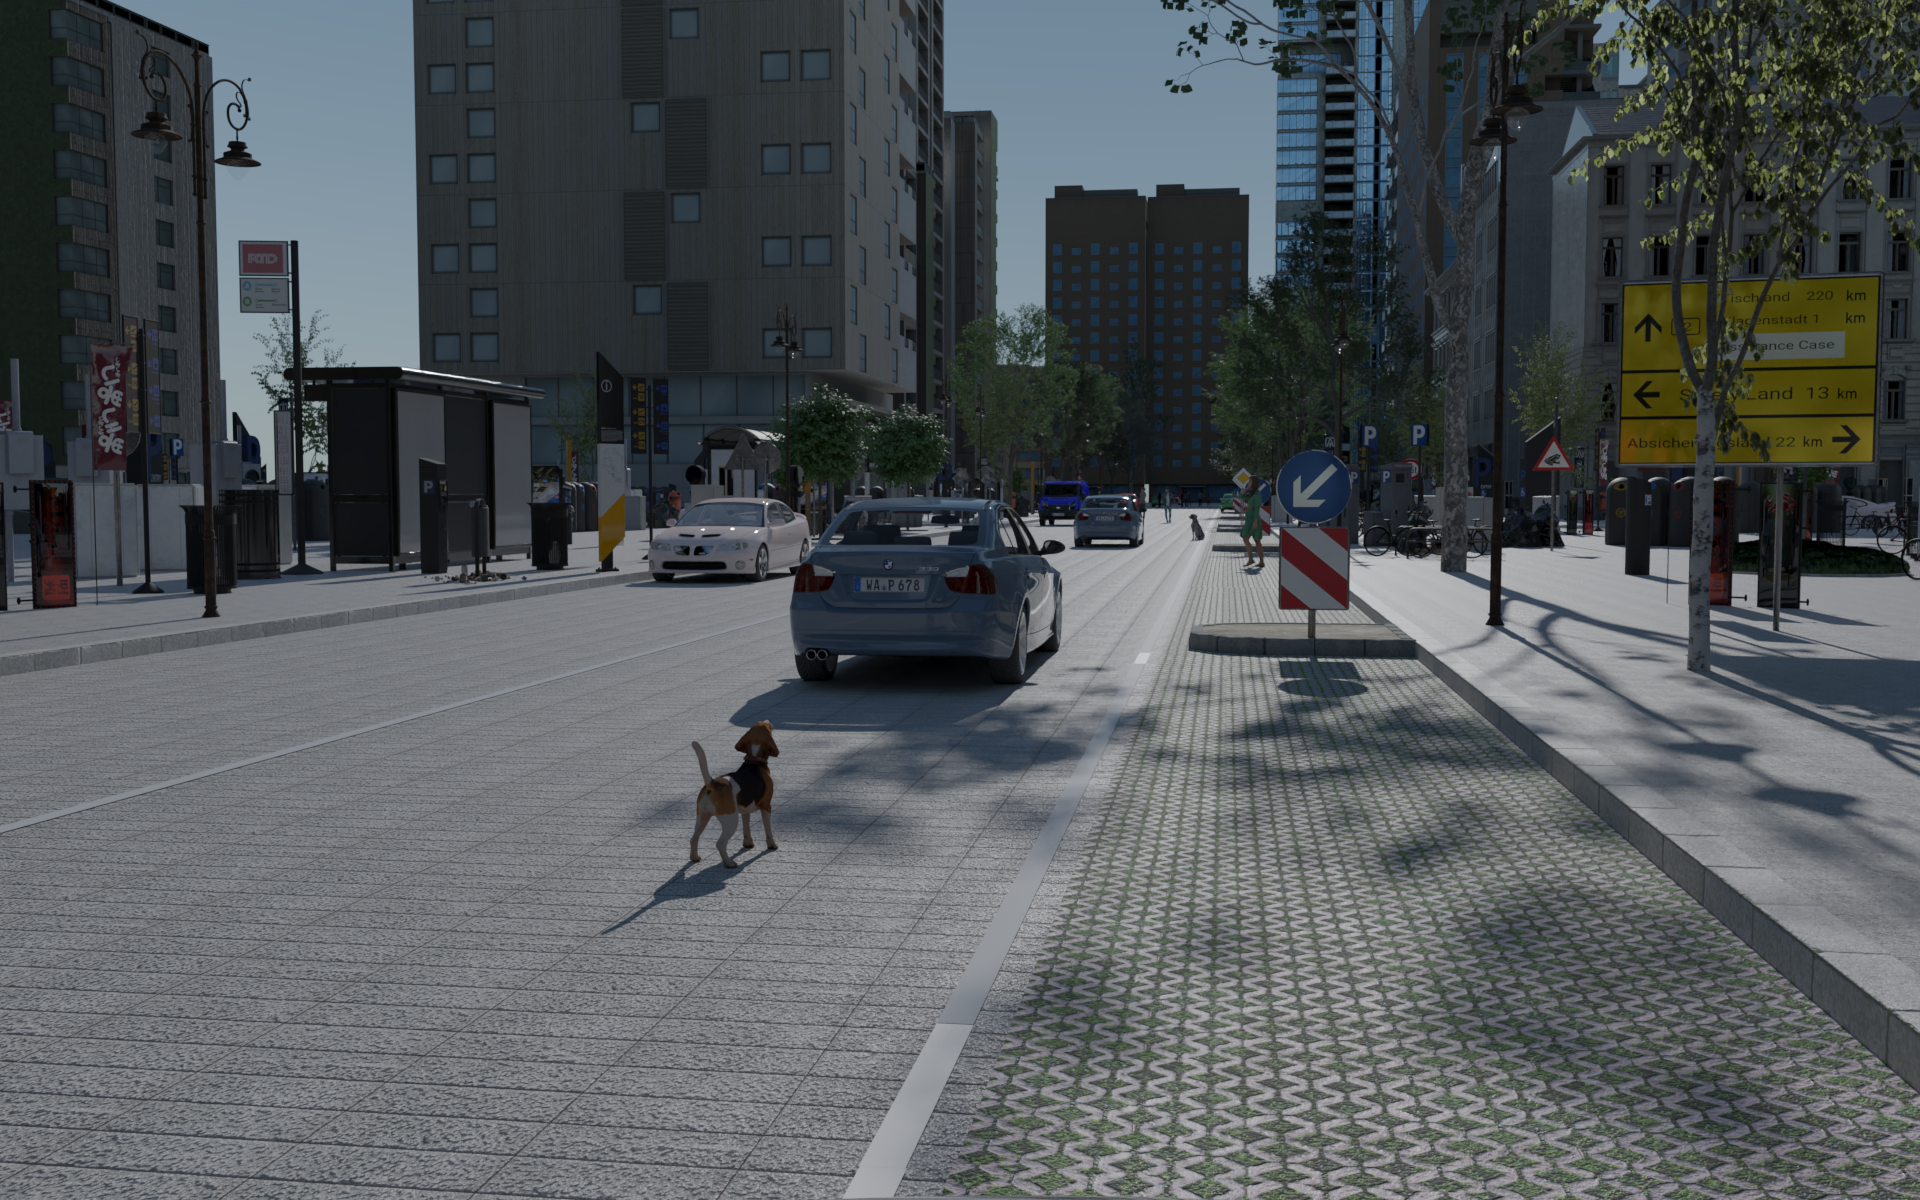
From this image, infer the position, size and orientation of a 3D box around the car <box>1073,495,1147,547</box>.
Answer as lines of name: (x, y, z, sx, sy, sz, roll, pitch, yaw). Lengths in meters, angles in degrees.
car: (4.162, -2.208, 48.106, 2.014, 1.417, 4.499, 1, 4, 9)

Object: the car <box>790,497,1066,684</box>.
car: (-0.173, -0.149, 14.436, 2.014, 1.417, 4.499, 1, 4, 9)

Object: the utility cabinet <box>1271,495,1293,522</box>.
utility cabinet: (14.677, -4.144, 78.916, 1.020, 1.237, 0.306, -2, 4, -24)

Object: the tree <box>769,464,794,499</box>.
tree: (-9.794, -6.515, 101.128, 1.663, 3.219, 1.824, 0, 3, 0)

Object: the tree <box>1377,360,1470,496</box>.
tree: (24.923, -8.733, 93.150, 4.737, 8.622, 4.395, 0, 3, 0)

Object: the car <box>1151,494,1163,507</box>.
car: (21.887, -11.030, 189.138, 1.959, 1.807, 4.718, 1, 4, 10)

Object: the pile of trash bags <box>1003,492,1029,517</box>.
pile of trash bags: (2.947, -5.353, 97.275, 1.912, 1.369, 3.447, 0, 4, 1)

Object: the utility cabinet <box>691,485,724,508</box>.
utility cabinet: (-5.995, -1.991, 41.238, 0.318, 1.500, 1.173, -2, 4, -35)

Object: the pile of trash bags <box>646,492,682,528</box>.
pile of trash bags: (-11.463, -3.449, 66.140, 1.912, 1.369, 3.447, 1, 4, 13)

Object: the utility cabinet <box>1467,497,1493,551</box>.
utility cabinet: (11.777, -1.724, 39.353, 0.306, 1.237, 1.020, -1, 4, -10)

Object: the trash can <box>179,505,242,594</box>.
trash can: (-9.690, -0.658, 22.417, 0.748, 1.137, 0.748, 0, 3, 0)

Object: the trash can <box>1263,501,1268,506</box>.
trash can: (19.070, -5.846, 107.235, 0.748, 1.137, 0.748, 0, 3, 0)

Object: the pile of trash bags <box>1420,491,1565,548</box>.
pile of trash bags: (13.435, -2.048, 43.235, 1.912, 1.369, 3.447, -1, 4, -23)

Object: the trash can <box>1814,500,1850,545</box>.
trash can: (20.041, -1.724, 39.841, 0.748, 1.137, 0.748, 0, 3, 0)

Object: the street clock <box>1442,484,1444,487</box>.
street clock: (34.868, -7.367, 125.013, 0.471, 2.002, 0.358, 1, 4, 14)

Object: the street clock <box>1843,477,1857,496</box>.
street clock: (37.336, -4.167, 72.706, 0.471, 2.002, 0.358, -1, 4, -11)

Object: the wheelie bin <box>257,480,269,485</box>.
wheelie bin: (-15.538, -1.877, 38.596, 0.693, 1.594, 0.980, -3, 4, -36)

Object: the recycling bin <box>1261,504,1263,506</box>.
recycling bin: (22.023, -6.959, 126.336, 0.722, 1.027, 0.722, 2, 4, 32)

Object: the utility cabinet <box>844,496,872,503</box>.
utility cabinet: (-3.798, -3.261, 64.476, 1.020, 1.237, 0.306, 0, 4, -5)

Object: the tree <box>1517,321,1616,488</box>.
tree: (25.221, -7.493, 72.865, 4.737, 8.622, 4.395, 0, 3, 0)

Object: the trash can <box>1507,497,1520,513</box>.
trash can: (27.830, -4.605, 86.947, 0.748, 1.137, 0.748, 0, 3, 0)

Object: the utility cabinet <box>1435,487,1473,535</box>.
utility cabinet: (15.489, -2.792, 54.330, 1.173, 1.500, 0.318, -1, 4, -18)

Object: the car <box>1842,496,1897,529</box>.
car: (33.399, -3.326, 66.746, 4.827, 1.381, 2.083, 1, 4, 10)

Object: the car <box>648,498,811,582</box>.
car: (-3.883, -1.071, 29.867, 2.083, 1.381, 4.827, 1, 4, 9)

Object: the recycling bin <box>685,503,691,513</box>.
recycling bin: (-7.496, -2.298, 50.133, 0.722, 1.027, 0.722, -3, 4, -36)

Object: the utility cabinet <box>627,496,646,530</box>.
utility cabinet: (-11.639, -3.092, 61.712, 1.020, 1.237, 0.306, 3, 4, 37)

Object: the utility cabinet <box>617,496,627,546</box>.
utility cabinet: (-8.569, -1.932, 42.742, 0.306, 1.237, 1.020, 0, 4, 5)

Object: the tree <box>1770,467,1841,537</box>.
tree: (22.189, -3.124, 45.677, 1.663, 3.219, 1.824, 0, 3, 0)

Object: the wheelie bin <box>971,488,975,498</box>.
wheelie bin: (0.331, -5.088, 91.096, 0.980, 1.594, 0.693, -3, 4, -38)

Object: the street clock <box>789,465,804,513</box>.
street clock: (-4.160, -2.399, 43.796, 0.358, 2.002, 0.471, 2, 4, 32)

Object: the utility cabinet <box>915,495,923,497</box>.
utility cabinet: (-2.229, -5.028, 93.369, 0.306, 1.237, 1.020, 1, 4, 14)

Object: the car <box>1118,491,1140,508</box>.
car: (11.592, -6.817, 120.498, 2.155, 1.783, 4.494, 0, 4, 8)

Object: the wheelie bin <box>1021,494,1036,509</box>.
wheelie bin: (5.134, -7.620, 132.494, 0.980, 1.594, 0.693, -1, 4, -17)

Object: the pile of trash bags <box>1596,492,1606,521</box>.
pile of trash bags: (31.710, -4.415, 81.940, 1.912, 1.369, 3.447, -3, 5, -40)

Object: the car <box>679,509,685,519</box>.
car: (-9.763, -3.724, 73.243, 4.827, 1.381, 2.083, 1, 4, 10)

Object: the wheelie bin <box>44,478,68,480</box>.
wheelie bin: (-17.643, -1.582, 33.767, 0.980, 1.594, 0.693, -2, 4, -25)

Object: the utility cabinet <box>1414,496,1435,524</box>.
utility cabinet: (19.854, -3.819, 73.607, 1.020, 1.237, 0.306, 0, 4, -2)

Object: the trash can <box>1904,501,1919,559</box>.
trash can: (19.170, -1.394, 34.438, 0.748, 1.137, 0.748, 0, 3, 0)

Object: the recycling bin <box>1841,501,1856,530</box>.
recycling bin: (31.592, -3.031, 62.112, 0.722, 1.027, 0.722, -2, 4, -26)

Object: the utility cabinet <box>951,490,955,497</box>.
utility cabinet: (-0.122, -5.957, 106.083, 0.318, 1.500, 1.173, -3, 4, -38)

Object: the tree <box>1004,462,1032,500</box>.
tree: (3.435, -6.547, 101.637, 1.663, 3.219, 1.824, 0, 3, 0)

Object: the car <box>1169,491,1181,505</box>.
car: (27.357, -13.044, 221.941, 2.281, 1.827, 5.304, 1, 4, 11)

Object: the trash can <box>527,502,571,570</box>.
trash can: (-6.955, -1.082, 29.350, 0.748, 1.137, 0.748, 0, 3, 0)

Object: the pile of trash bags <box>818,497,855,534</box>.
pile of trash bags: (-4.227, -2.837, 56.133, 1.912, 1.369, 3.447, 1, 4, 16)

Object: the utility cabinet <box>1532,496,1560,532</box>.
utility cabinet: (18.998, -2.754, 56.192, 0.306, 1.237, 1.020, -1, 4, -19)

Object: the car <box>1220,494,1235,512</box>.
car: (21.477, -7.824, 136.716, 1.959, 1.807, 4.718, 1, 4, 9)

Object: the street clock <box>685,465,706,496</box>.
street clock: (-6.633, -2.382, 43.518, 0.471, 2.002, 0.358, 1, 4, 19)

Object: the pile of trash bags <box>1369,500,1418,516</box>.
pile of trash bags: (14.566, -2.927, 57.604, 1.912, 1.369, 3.447, 0, 4, 2)

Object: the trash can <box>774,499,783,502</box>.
trash can: (-5.091, -2.120, 46.320, 0.748, 1.137, 0.748, 0, 3, 0)

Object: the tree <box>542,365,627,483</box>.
tree: (-20.723, -8.915, 96.126, 4.737, 8.622, 4.395, 0, 3, 0)
